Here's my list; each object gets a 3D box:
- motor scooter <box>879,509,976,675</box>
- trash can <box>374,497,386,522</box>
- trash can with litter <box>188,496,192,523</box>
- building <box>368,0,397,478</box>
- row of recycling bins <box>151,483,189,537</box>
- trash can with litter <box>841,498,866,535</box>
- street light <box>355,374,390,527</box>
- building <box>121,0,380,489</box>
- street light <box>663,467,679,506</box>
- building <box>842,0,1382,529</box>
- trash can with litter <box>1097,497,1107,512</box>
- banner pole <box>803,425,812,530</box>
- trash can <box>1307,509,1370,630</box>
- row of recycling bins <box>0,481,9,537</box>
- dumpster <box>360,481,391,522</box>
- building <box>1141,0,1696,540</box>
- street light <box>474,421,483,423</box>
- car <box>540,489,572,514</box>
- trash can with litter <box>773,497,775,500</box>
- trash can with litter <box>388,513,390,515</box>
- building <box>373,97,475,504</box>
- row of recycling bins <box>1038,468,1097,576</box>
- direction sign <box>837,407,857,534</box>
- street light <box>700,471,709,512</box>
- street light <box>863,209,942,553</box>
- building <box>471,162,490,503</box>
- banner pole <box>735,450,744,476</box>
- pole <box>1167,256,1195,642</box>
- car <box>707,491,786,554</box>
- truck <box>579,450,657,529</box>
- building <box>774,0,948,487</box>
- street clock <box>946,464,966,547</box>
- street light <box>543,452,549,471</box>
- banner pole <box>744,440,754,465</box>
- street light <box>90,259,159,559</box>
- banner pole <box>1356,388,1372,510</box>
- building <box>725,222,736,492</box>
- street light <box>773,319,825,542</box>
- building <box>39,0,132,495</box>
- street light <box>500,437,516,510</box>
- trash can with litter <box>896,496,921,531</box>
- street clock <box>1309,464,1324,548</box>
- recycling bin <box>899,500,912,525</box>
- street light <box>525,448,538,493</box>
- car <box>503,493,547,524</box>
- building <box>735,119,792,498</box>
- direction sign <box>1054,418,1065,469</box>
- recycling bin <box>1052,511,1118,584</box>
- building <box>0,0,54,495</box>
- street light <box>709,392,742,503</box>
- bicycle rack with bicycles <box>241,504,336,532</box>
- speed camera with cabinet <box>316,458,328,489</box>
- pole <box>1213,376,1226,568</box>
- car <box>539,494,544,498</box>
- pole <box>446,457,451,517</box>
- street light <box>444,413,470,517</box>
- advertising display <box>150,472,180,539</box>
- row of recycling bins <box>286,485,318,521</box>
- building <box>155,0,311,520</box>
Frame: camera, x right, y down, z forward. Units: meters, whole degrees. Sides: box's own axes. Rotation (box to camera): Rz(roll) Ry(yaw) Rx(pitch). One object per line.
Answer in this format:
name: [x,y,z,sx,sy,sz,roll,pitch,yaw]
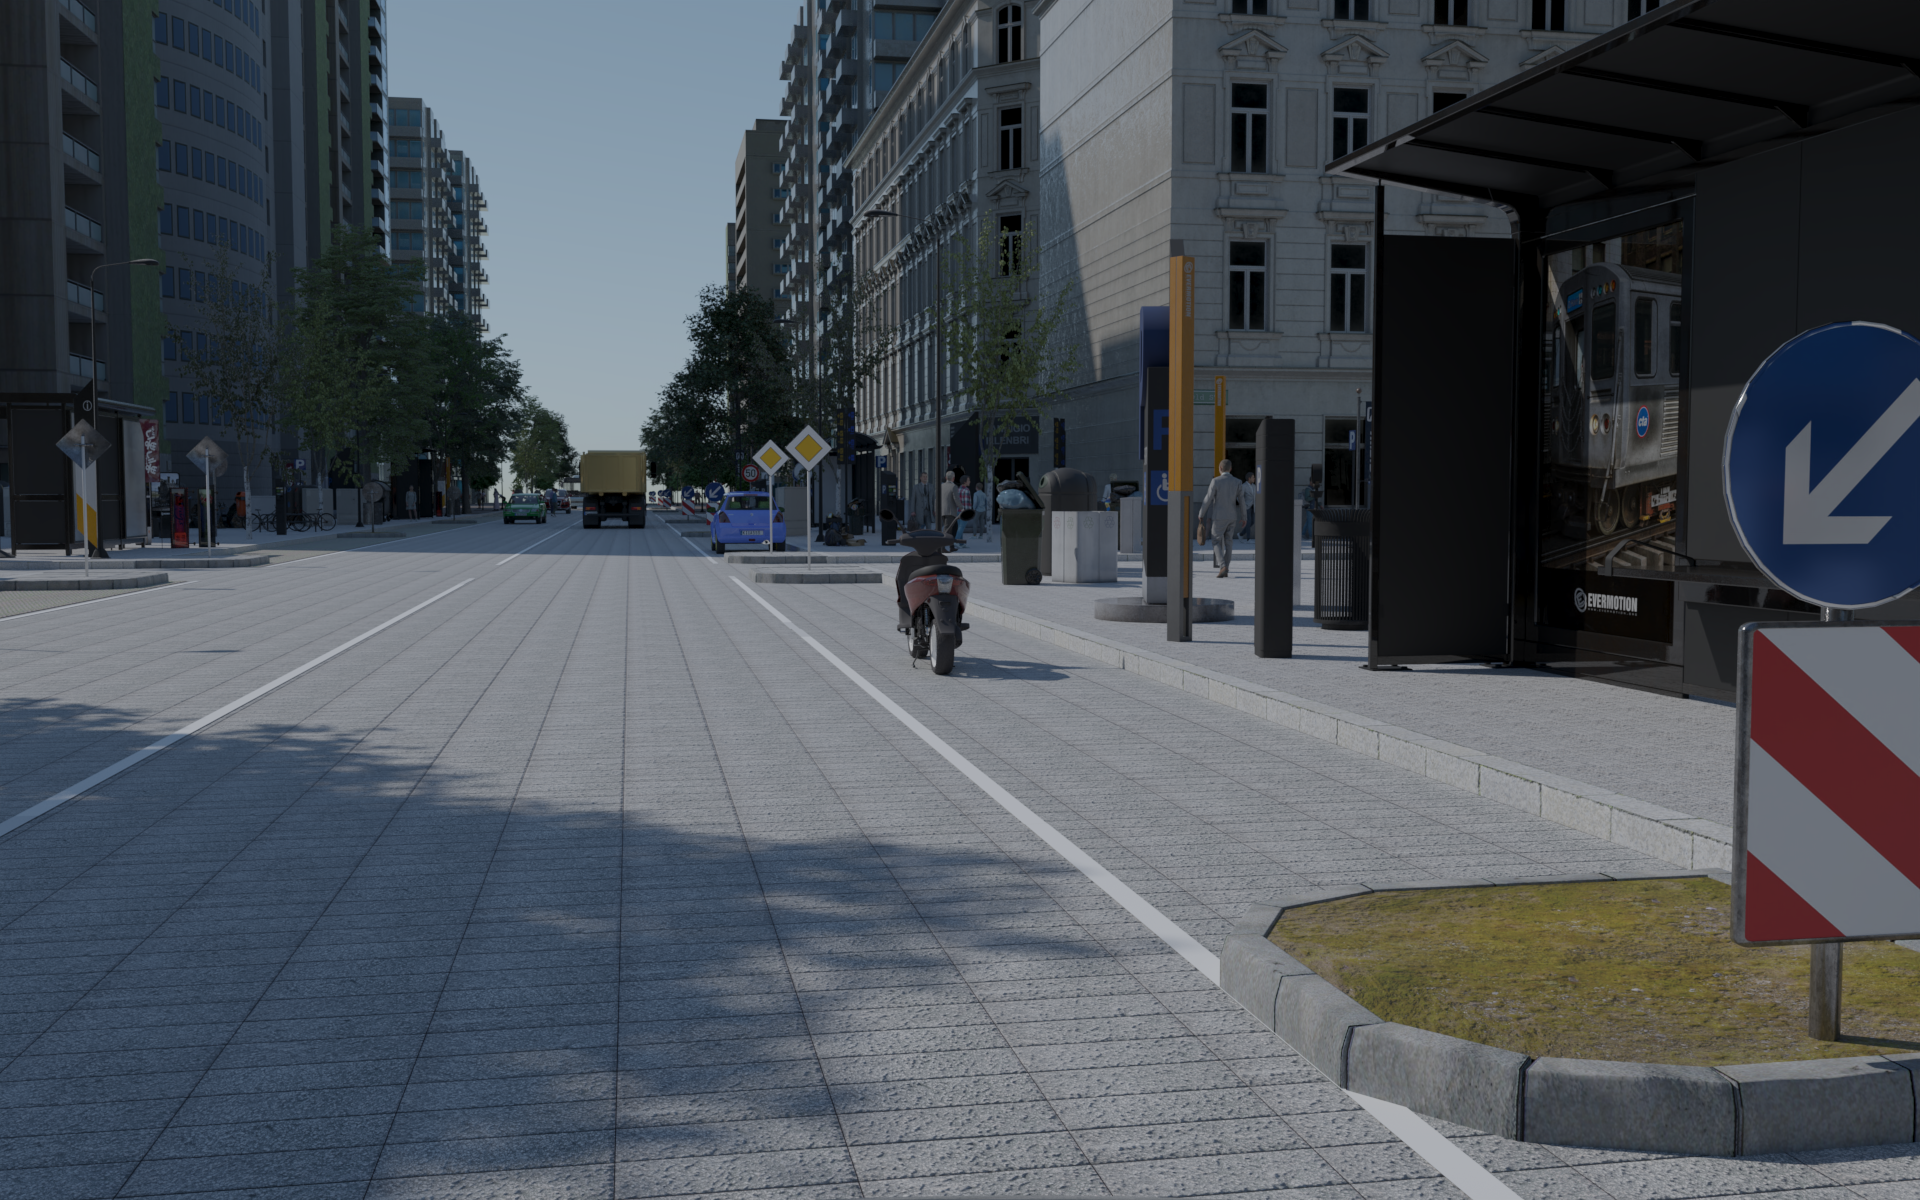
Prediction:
motor scooter: [-0.246,-0.099,14.396,0.815,1.314,1.986,-1,4,-9]
trash can: [-25.094,-3.848,74.564,0.748,1.137,0.748,0,3,0]
trash can with litter: [-33.860,-4.013,76.670,1.678,1.210,2.233,1,4,10]
building: [-59.753,-50.998,146.489,22.319,86.520,31.000,-1,4,-11]
row of recycling bins: [-24.420,-2.813,53.105,1.069,1.692,3.534,-1,4,-10]
trash can with litter: [-3.433,-2.611,54.073,1.055,1.170,0.624,3,5,45]
street light: [-22.742,-5.782,67.070,1.470,5.913,1.316,-1,4,-11]
building: [-51.131,-27.095,126.602,14.154,41.232,14.086,-1,4,-11]
street light: [-30.903,-13.063,186.119,1.470,5.913,1.316,-1,4,-11]
building: [4.873,-19.313,92.179,17.030,29.872,44.131,-1,4,-11]
trash can with litter: [3.042,-1.919,42.435,2.233,1.210,1.678,-2,4,-25]
banner pole: [-5.598,-4.445,62.687,0.401,3.779,0.863,-1,4,-14]
trash can: [3.678,-0.295,16.469,0.748,1.137,0.748,0,3,0]
row of recycling bins: [-29.374,-2.835,53.471,1.069,1.692,3.534,0,4,-3]
dumpster: [-26.920,-4.518,79.631,1.264,1.857,1.865,-1,4,-11]
building: [25.422,-17.305,59.350,44.131,29.872,17.030,-1,4,-11]
street light: [-30.865,-8.381,109.566,1.470,5.913,1.316,-1,4,-11]
car: [-29.570,-7.228,126.851,2.281,1.827,5.304,-1,4,-11]
trash can with litter: [-8.792,-4.053,77.327,2.233,1.210,1.678,-1,4,-22]
trash can with litter: [-33.629,-5.583,102.672,0.624,1.170,1.055,-1,4,-15]
building: [-73.157,-36.094,209.746,23.786,49.044,30.456,-1,4,-11]
row of recycling bins: [1.786,-1.319,28.682,1.069,1.692,3.534,0,4,3]
direction sign: [-2.993,-3.278,45.595,0.379,3.537,0.876,-3,4,-36]
street light: [-16.619,-8.449,110.686,1.470,5.913,1.316,-1,4,-11]
street light: [-0.887,-3.424,28.526,1.470,5.913,1.316,-1,4,-11]
building: [-77.153,-37.940,239.931,23.786,49.044,30.456,-1,4,-11]
banner pole: [-10.856,-5.920,86.809,0.863,3.779,0.401,0,4,-1]
pole: [1.914,-1.294,14.996,0.158,3.312,0.155,0,3,0]
car: [-5.268,-2.032,42.808,1.945,1.707,3.694,-1,4,-11]
truck: [-14.900,-4.836,74.999,3.469,3.379,9.791,-1,4,-10]
building: [-5.362,-33.374,165.274,23.786,49.044,30.456,-1,4,-11]
street clock: [-0.095,-2.306,42.277,0.471,2.002,0.358,-3,5,-42]
street light: [-46.268,-13.375,191.223,1.470,5.913,1.316,-1,4,-11]
banner pole: [-9.596,-5.497,79.899,0.401,3.779,0.863,0,4,1]
street light: [-16.531,-3.778,34.304,1.470,5.913,1.316,-1,4,-11]
banner pole: [9.671,-3.123,41.083,0.863,3.779,0.401,0,4,-2]
building: [-28.499,-35.451,263.223,14.154,41.232,14.086,-1,4,-11]
street light: [-4.261,-4.502,46.153,1.470,5.913,1.316,-1,4,-11]
building: [-49.168,-26.215,112.217,14.154,41.232,14.086,-1,4,-11]
street light: [-36.927,-10.347,141.713,1.470,5.913,1.316,-1,4,-11]
trash can with litter: [-1.829,-3.067,61.206,1.678,1.210,2.233,2,4,28]
street clock: [8.469,-2.238,41.158,0.358,2.002,0.471,0,4,6]
recycling bin: [-2.382,-3.685,72.796,0.722,1.027,0.722,1,4,19]
street light: [-42.971,-12.305,173.720,1.470,5.913,1.316,-1,4,-11]
car: [-21.074,-4.596,83.937,1.959,1.807,4.718,-1,4,-9]
building: [-17.275,-36.572,221.658,21.300,48.544,21.600,-1,4,-11]
direction sign: [2.963,-3.656,51.767,0.379,3.537,0.876,2,4,24]
recycling bin: [1.818,-0.777,25.253,0.722,1.027,0.722,-2,4,-30]
building: [-37.389,-23.062,60.653,14.154,41.232,14.086,-1,4,-11]
street light: [-10.527,-6.492,78.688,1.470,5.913,1.316,-1,4,-11]
bicycle rack with bicycles: [-22.979,-2.797,59.112,2.925,0.926,2.852,-1,4,-13]
speed camera with cabinet: [-34.117,-6.124,94.456,0.660,3.252,2.038,2,4,30]
pole: [4.497,-2.211,29.988,0.158,3.312,0.155,0,3,0]
car: [-37.284,-8.772,152.224,1.959,1.807,4.718,-1,4,-12]
pole: [-28.426,-6.262,96.234,0.158,3.312,0.155,0,3,0]
street light: [-28.837,-7.739,99.067,1.470,5.913,1.316,-1,4,-11]
advertising display: [-23.072,-2.754,50.248,0.123,1.923,0.974,2,4,29]
row of recycling bins: [-29.479,-4.297,77.372,1.069,1.692,3.534,-3,5,-45]
building: [-47.725,-33.489,89.539,21.231,58.520,28.212,-1,4,-11]
